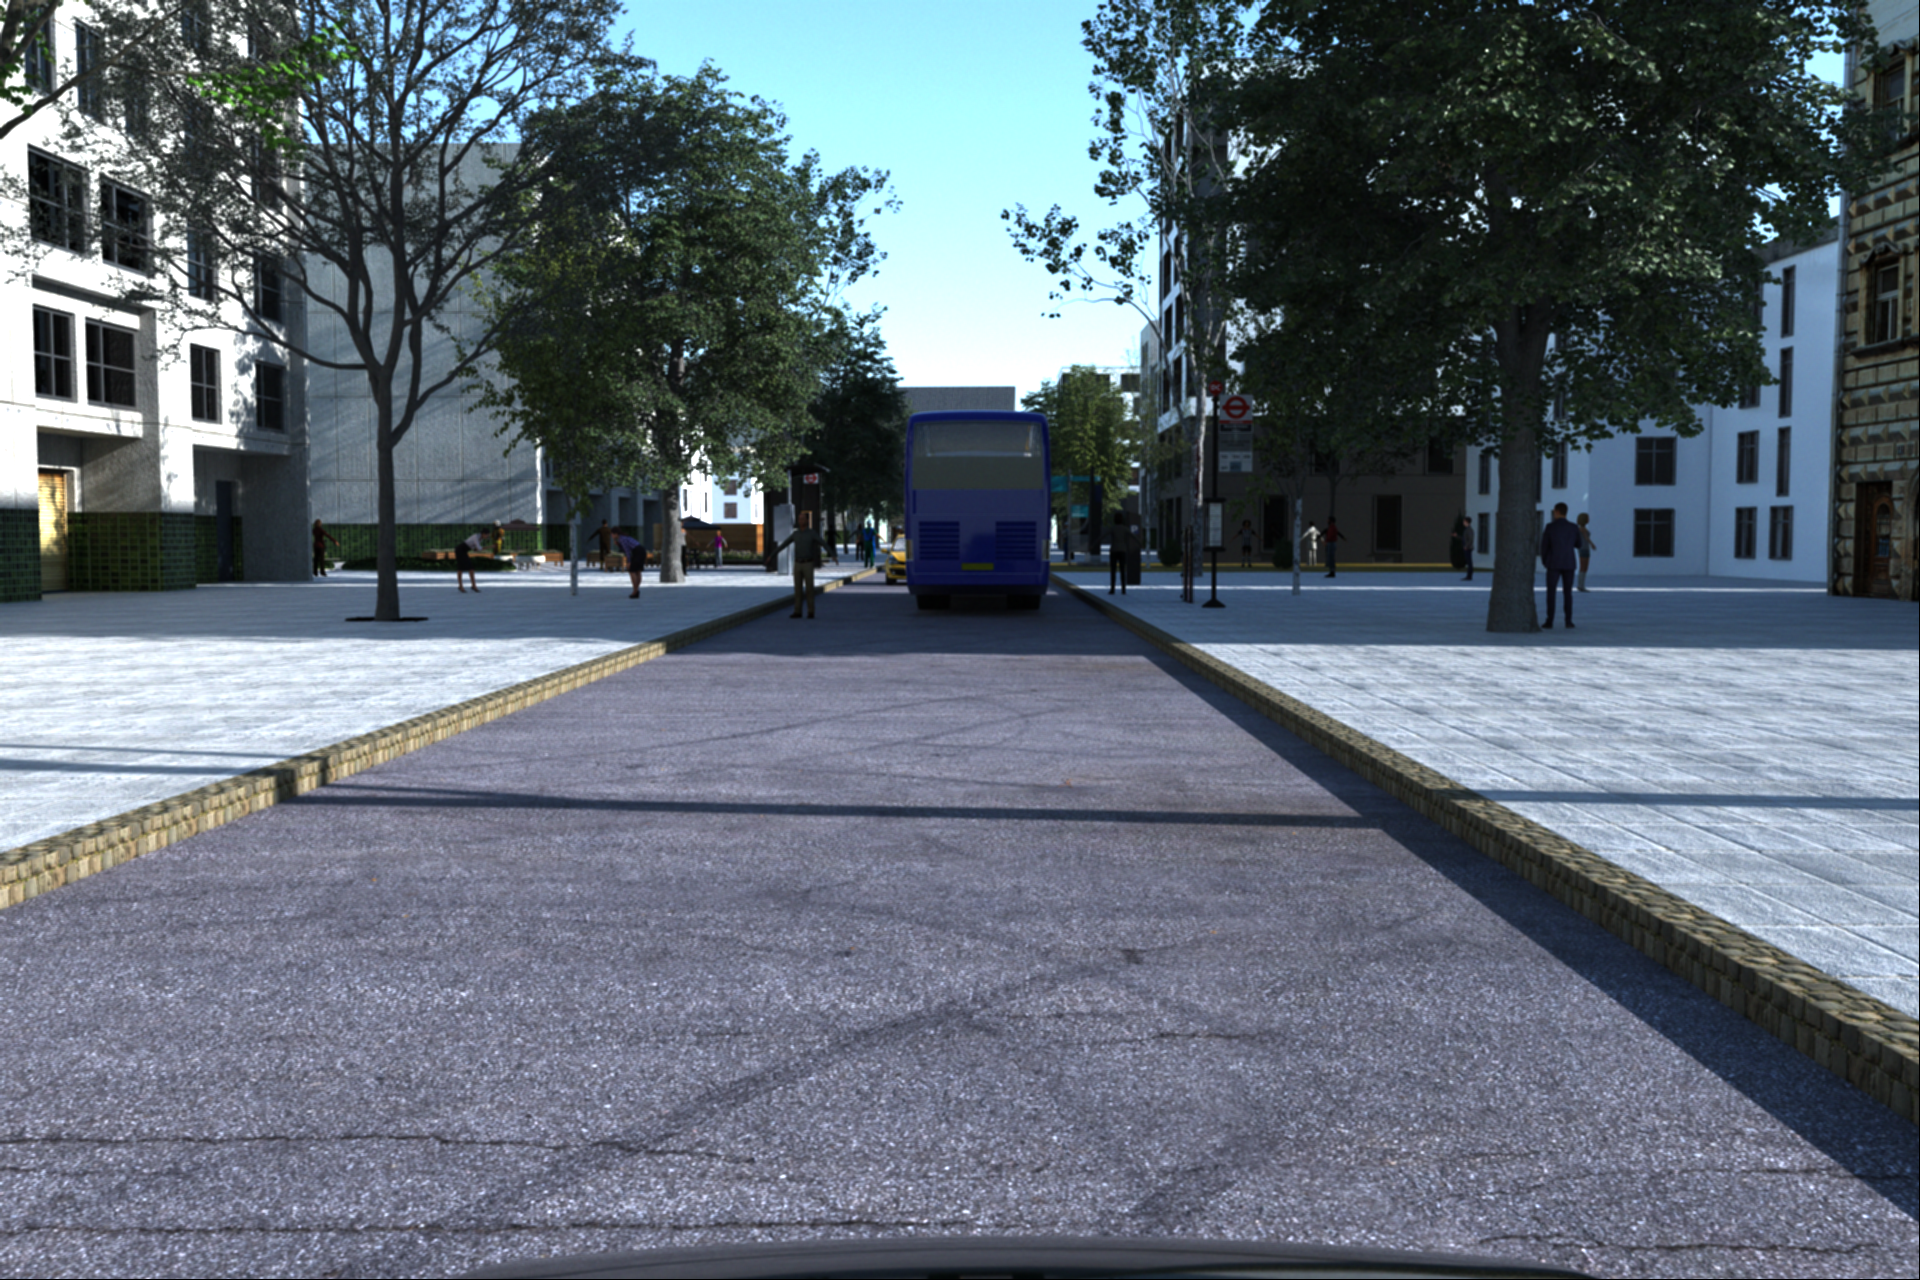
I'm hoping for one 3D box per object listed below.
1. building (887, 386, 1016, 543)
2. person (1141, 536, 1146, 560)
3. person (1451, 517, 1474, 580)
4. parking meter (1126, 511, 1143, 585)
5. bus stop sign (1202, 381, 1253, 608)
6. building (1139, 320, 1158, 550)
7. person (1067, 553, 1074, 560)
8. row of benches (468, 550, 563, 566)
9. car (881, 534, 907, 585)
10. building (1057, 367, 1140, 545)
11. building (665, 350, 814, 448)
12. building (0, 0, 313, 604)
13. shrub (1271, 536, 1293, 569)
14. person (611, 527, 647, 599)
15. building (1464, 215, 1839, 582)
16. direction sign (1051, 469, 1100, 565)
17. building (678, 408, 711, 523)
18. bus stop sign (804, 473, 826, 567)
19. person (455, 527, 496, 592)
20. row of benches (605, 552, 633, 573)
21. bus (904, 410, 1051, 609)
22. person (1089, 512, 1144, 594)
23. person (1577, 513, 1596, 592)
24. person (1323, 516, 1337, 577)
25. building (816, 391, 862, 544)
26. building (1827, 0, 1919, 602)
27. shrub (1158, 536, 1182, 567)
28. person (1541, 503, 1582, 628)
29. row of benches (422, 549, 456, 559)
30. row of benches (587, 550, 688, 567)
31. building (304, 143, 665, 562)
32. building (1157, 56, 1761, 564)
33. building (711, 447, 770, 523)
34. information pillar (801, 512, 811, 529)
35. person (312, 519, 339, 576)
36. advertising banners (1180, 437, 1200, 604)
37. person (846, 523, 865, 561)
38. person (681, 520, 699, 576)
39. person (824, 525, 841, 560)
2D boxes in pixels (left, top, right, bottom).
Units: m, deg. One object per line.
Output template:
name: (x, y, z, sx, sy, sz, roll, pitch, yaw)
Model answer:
building: (-0.851, -25.848, 256.002, 18.063, 23.208, 19.493, 0, 4, 4)
person: (8.705, -4.832, 84.778, 0.705, 1.856, 1.354, -2, 4, -28)
person: (13.953, -2.543, 48.154, 0.750, 1.759, 0.617, 2, 4, 29)
parking meter: (4.407, -2.329, 43.798, 0.399, 1.863, 0.255, 0, 4, 0)
bus stop sign: (4.665, -2.539, 30.220, 0.855, 3.939, 0.416, 0, 4, 1)
building: (24.012, -16.485, 135.993, 16.747, 18.905, 31.486, 0, 4, 0)
person: (5.556, -4.936, 86.897, 0.705, 1.806, 1.347, -2, 4, -24)
row of benches: (-17.536, -3.231, 68.287, 4.104, 0.672, 1.422, -3, 4, -37)
car: (-1.239, -2.417, 49.750, 2.015, 1.641, 3.980, 0, 3, 0)
building: (26.574, -23.464, 227.606, 27.936, 21.610, 32.646, 0, 4, 1)
building: (-26.317, -22.767, 203.175, 19.493, 23.208, 18.063, 0, 4, 0)
building: (-26.056, -10.072, 31.137, 16.747, 18.905, 31.486, 0, 3, 0)
shrub: (11.851, -3.191, 63.296, 1.383, 1.207, 1.383, 0, 3, 0)
person: (-6.591, -1.542, 34.482, 0.697, 1.427, 0.421, 0, 4, -7)
building: (23.981, -6.823, 53.706, 9.099, 9.664, 28.070, 0, 4, 1)
direction sign: (4.493, -4.994, 70.412, 2.525, 3.948, 1.411, 0, 4, -1)
building: (-22.555, -11.262, 126.280, 9.099, 9.664, 28.070, 0, 4, 1)
bus stop sign: (-5.709, -4.852, 68.037, 0.855, 3.939, 0.416, 0, 4, 2)
person: (-10.685, -1.766, 38.112, 0.799, 1.438, 0.628, -2, 4, -34)
row of benches: (-11.550, -2.679, 59.256, 1.422, 0.672, 4.104, 0, 4, -2)
bus: (0.403, -2.707, 35.806, 2.896, 3.916, 12.251, 0, 4, 1)
person: (3.364, -1.853, 37.063, 1.215, 1.744, 0.721, -1, 4, -9)
person: (13.936, -1.949, 38.471, 0.721, 1.753, 1.214, 1, 4, 8)
person: (10.989, -2.768, 51.373, 0.704, 1.816, 1.345, 1, 4, 21)
building: (-22.368, -22.251, 230.257, 16.747, 18.905, 31.486, 0, 4, 1)
building: (27.288, -11.950, 26.305, 19.493, 23.208, 18.063, 0, 3, 0)
shrub: (8.178, -3.440, 67.356, 1.383, 1.207, 1.383, 0, 3, 0)
person: (8.205, -1.020, 23.646, 0.541, 1.710, 0.530, 1, 4, 15)
row of benches: (-21.495, -3.472, 72.225, 1.422, 0.672, 4.104, 0, 4, 2)
row of benches: (-12.586, -3.161, 67.141, 4.104, 0.672, 1.422, 1, 4, 12)
building: (-27.385, -13.944, 94.446, 16.747, 18.905, 31.486, 0, 4, 1)
building: (24.107, -15.098, 90.834, 27.936, 21.610, 32.646, 0, 4, 1)
building: (-24.243, -14.568, 180.341, 9.099, 9.664, 28.070, 0, 4, 1)
information pillar: (-5.010, -3.183, 56.536, 0.304, 2.012, 0.304, 0, 4, 1)
person: (-19.437, -2.803, 52.635, 1.215, 1.729, 0.721, 1, 4, 13)
advertising banners: (4.290, -2.208, 32.283, 0.090, 3.025, 2.074, 0, 4, 0)
person: (-4.850, -4.759, 83.942, 1.348, 1.813, 0.705, -1, 4, -13)
person: (-8.535, -2.839, 53.222, 1.217, 1.737, 0.721, -3, 5, -44)
person: (-6.304, -4.734, 84.114, 1.216, 1.740, 0.721, -2, 4, -28)
